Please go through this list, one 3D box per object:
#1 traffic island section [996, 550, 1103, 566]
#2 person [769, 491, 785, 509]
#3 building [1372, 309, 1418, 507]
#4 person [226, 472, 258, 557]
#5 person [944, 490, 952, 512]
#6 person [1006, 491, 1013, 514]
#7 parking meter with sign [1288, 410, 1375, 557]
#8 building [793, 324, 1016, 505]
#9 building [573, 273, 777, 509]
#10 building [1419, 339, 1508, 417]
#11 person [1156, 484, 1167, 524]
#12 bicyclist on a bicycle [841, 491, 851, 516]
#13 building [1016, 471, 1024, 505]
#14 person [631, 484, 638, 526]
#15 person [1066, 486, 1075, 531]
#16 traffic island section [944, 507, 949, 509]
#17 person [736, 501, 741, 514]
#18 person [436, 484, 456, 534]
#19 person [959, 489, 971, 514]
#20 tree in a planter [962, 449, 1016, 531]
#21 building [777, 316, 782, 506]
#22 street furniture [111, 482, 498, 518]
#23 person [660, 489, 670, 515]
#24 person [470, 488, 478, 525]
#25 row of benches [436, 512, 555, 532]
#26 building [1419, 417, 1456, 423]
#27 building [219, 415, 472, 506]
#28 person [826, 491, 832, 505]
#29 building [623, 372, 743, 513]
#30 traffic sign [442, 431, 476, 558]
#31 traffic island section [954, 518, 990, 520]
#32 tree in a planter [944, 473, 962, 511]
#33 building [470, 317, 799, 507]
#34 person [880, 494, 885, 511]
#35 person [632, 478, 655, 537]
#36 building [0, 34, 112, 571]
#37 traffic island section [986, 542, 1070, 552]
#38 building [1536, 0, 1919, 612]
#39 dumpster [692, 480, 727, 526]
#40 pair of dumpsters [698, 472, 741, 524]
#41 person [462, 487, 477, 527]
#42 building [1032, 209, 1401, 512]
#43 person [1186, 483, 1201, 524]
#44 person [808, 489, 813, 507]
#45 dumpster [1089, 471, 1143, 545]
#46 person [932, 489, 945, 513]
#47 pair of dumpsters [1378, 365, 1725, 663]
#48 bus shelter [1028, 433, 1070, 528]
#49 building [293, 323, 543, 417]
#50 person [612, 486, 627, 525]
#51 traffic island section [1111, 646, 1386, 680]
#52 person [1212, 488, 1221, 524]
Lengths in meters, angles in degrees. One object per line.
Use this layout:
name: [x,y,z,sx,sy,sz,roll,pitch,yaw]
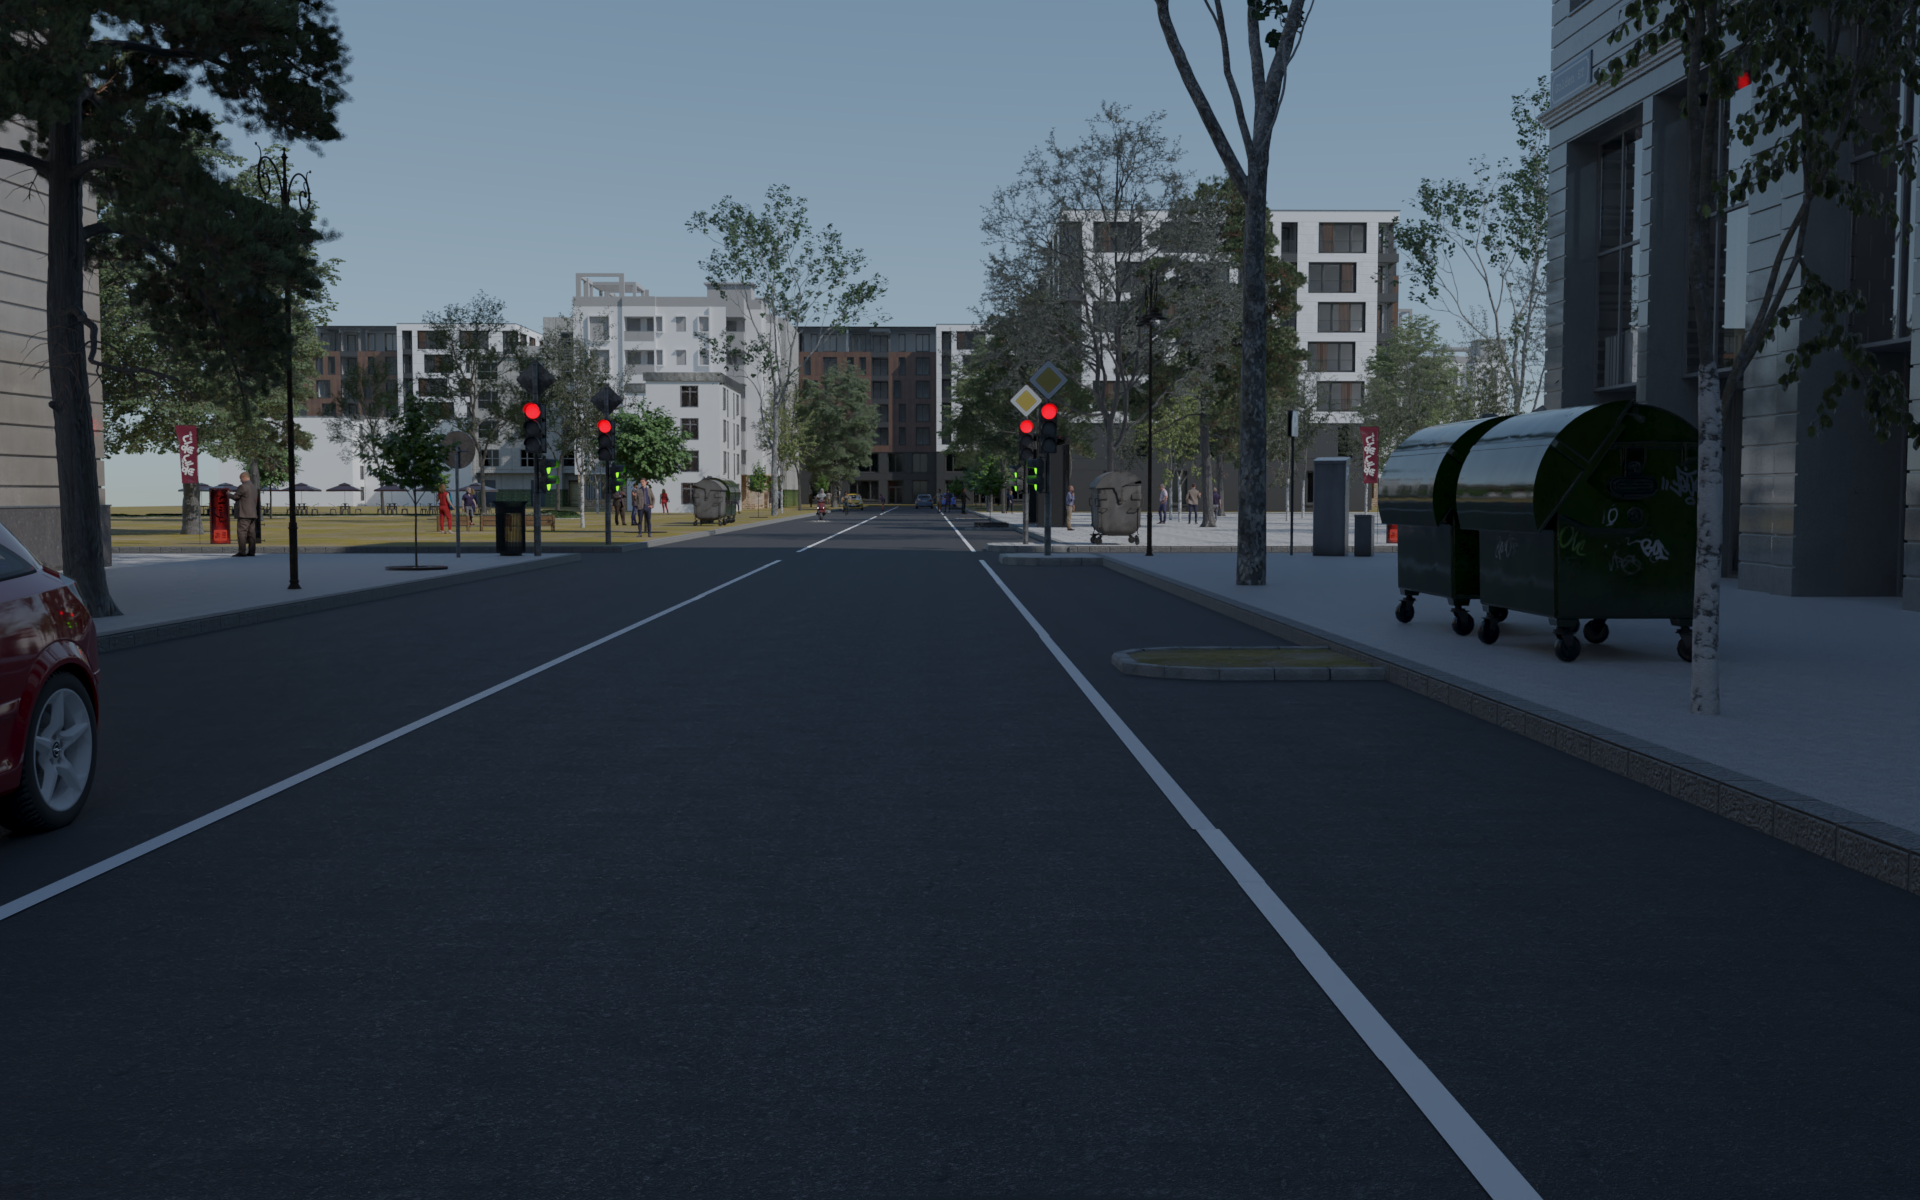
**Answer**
traffic island section: [1.852,-0.850,36.171,2.009,0.180,2.903,0,4,-1]
person: [-15.652,-8.703,148.328,1.348,1.826,0.705,0,4,-1]
building: [40.106,-19.976,183.023,11.380,20.091,16.016,0,4,-1]
person: [-14.733,-1.763,35.560,0.600,1.739,0.565,-1,4,-18]
person: [-0.996,-7.807,136.600,0.683,1.767,0.568,-2,4,-26]
person: [3.253,-6.416,113.478,0.613,1.512,0.480,2,4,26]
parking meter with sign: [7.690,-2.420,35.822,1.738,3.016,0.543,2,4,25]
building: [-5.294,-23.099,221.642,32.646,21.610,27.936,0,4,-1]
building: [-24.910,-18.121,152.703,16.016,20.091,11.380,0,4,-1]
building: [60.847,-22.077,217.383,11.380,20.091,16.016,0,4,-1]
person: [8.649,-4.109,74.162,0.436,1.711,0.756,0,4,2]
bicyclist on a bicycle: [-7.493,-6.349,113.825,1.499,1.676,1.625,0,4,-3]
building: [20.758,-20.223,174.625,27.936,21.610,32.646,0,4,-1]
person: [-13.110,-3.874,70.198,0.431,1.722,0.655,0,4,-1]
person: [3.900,-3.229,60.899,0.319,1.574,0.516,1,4,14]
traffic island section: [-0.847,-9.176,172.893,1.991,0.108,1.994,0,4,-1]
person: [-14.619,-6.500,112.768,0.683,1.767,0.568,0,4,-6]
person: [-16.646,-2.954,56.049,0.593,1.614,0.444,3,5,44]
person: [0.290,-7.079,124.268,0.705,1.821,1.348,3,4,37]
tree in a planter: [1.204,-4.373,68.718,1.991,3.239,1.994,0,4,-1]
building: [-24.920,-18.843,164.509,16.016,20.091,11.380,0,4,-1]
street furniture: [-41.377,-5.736,98.812,27.439,1.986,14.083,0,4,1]
person: [-18.348,-6.104,107.554,0.593,1.614,0.444,0,4,2]
person: [-20.186,-3.854,71.592,0.480,1.512,0.613,-1,4,-14]
row of benches: [-16.167,-2.725,60.017,4.104,0.672,1.422,-1,4,-20]
building: [59.738,-15.053,188.256,28.070,9.664,9.099,0,4,-1]
building: [-63.476,-14.865,185.191,28.070,9.664,9.099,0,4,-1]
person: [-15.065,-11.629,198.637,1.348,1.824,0.705,0,4,-1]
building: [-21.261,-11.691,133.290,9.099,9.664,28.070,0,4,-1]
traffic sign: [-10.138,-2.130,34.930,0.768,2.556,0.104,0,4,8]
traffic island section: [0.658,-4.473,96.006,1.991,0.108,1.994,0,4,-1]
tree in a planter: [-0.324,-9.091,145.859,1.991,3.239,1.994,0,4,-1]
building: [-33.296,-19.282,181.710,31.486,18.905,16.747,0,4,-1]
person: [-6.693,-8.401,149.087,0.421,1.427,0.697,2,4,30]
person: [-9.377,-2.737,51.322,0.617,1.759,0.750,0,4,-3]
building: [-27.066,-13.872,24.069,25.104,27.353,12.463,0,4,-1]
traffic island section: [1.694,-1.338,44.154,2.009,0.180,2.903,0,4,-1]
building: [16.021,-14.550,15.387,11.434,29.767,29.804,0,4,-1]
dumpster: [-10.096,-3.917,69.799,1.264,1.857,1.865,0,4,-1]
pair of dumpsters: [-10.542,-4.463,75.461,1.574,2.255,4.436,0,4,-1]
person: [-18.931,-3.581,66.797,0.569,1.553,0.471,-1,4,-19]
building: [20.791,-18.163,140.938,27.936,21.610,32.646,0,4,-1]
person: [10.075,-4.171,74.767,0.617,1.759,0.750,1,4,13]
person: [-14.450,-9.789,166.829,0.721,1.736,1.217,-1,4,-14]
dumpster: [3.987,-2.353,44.231,1.264,1.857,1.865,0,4,-1]
person: [-1.594,-7.571,132.281,1.348,1.824,0.705,3,5,39]
pair of dumpsters: [4.999,-0.774,15.153,1.574,2.255,4.436,0,4,-1]
bus shelter: [3.374,-4.760,69.115,1.731,3.624,6.357,0,4,-1]
building: [-69.559,-23.044,220.739,32.646,21.610,27.936,0,4,-1]
person: [-13.937,-3.931,70.995,0.600,1.739,0.565,2,4,31]
traffic island section: [2.281,0.523,14.318,1.991,0.108,1.994,0,4,-1]
person: [10.542,-3.908,72.148,0.569,1.553,0.471,2,4,23]
